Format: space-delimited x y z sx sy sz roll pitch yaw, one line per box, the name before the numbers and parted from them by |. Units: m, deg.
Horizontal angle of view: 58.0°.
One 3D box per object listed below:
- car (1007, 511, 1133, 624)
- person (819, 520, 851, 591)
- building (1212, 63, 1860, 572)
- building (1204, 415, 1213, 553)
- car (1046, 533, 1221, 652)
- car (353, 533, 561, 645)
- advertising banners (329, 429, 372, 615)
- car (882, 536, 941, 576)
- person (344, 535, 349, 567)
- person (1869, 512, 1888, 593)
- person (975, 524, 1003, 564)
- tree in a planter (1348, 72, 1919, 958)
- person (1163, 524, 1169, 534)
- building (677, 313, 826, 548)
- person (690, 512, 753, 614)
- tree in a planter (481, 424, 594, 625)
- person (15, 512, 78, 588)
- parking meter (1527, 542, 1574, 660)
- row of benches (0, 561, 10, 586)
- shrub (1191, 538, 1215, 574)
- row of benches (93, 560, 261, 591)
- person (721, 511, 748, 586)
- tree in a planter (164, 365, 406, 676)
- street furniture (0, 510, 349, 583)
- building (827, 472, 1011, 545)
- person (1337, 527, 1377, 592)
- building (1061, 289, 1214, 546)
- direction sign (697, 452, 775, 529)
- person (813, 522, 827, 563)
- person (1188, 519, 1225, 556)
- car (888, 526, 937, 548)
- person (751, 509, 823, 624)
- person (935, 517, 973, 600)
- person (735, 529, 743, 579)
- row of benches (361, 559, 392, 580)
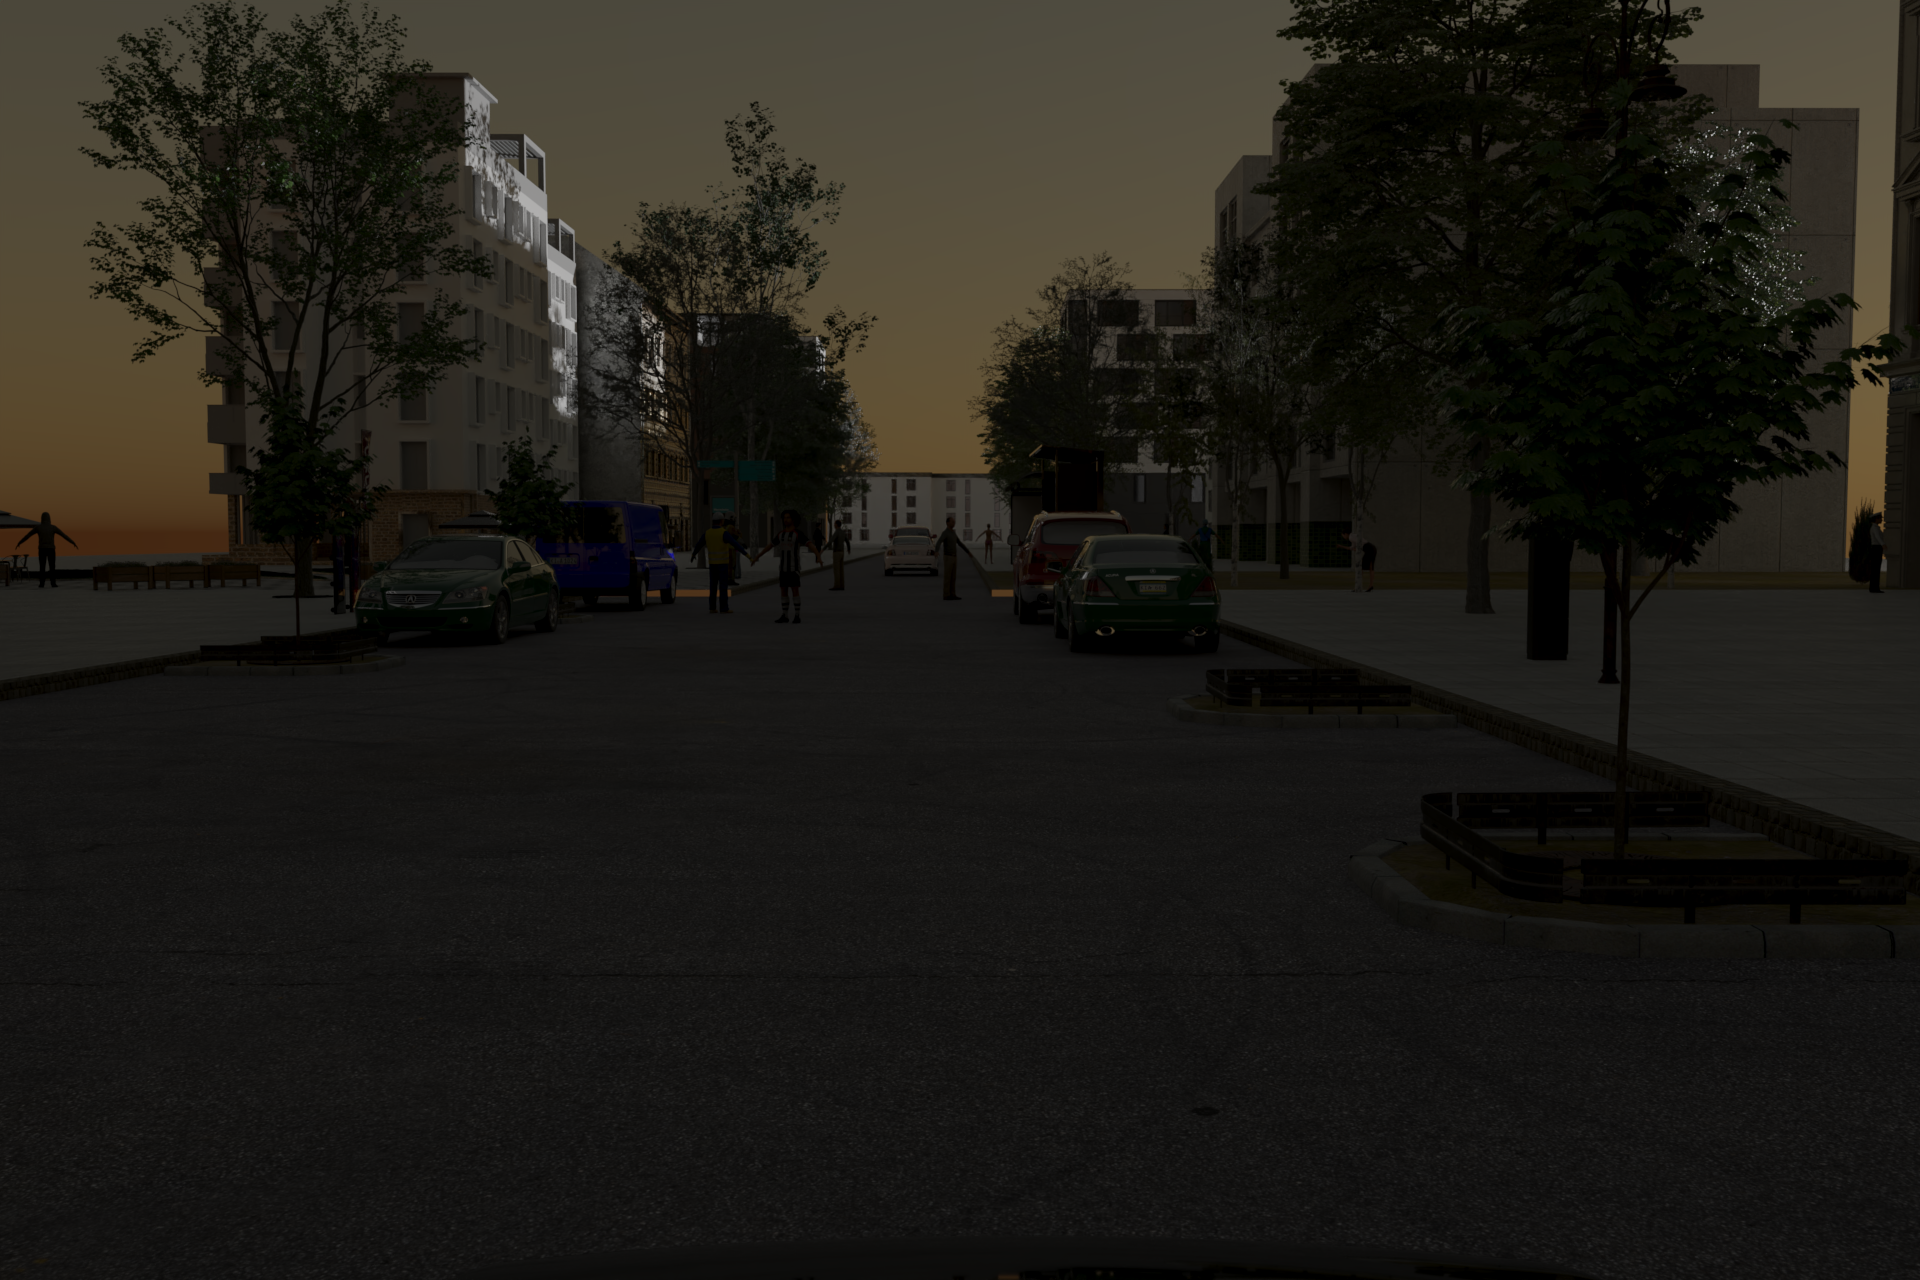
car | 1.948 -1.252 29.137 2.281 1.827 5.304 0 4 0
person | -3.112 -2.156 43.977 0.705 1.796 1.348 2 4 29
building | 21.603 -12.691 73.955 16.747 18.905 31.486 0 4 0
building | 21.509 -10.096 107.218 9.099 9.664 28.070 0 4 0
car | 2.221 -0.651 22.445 2.131 1.459 4.920 0 4 -1
car | -6.844 -0.744 23.970 2.131 1.459 4.920 0 4 0
advertising banners | -9.952 -1.970 28.404 0.090 3.025 2.074 0 4 -1
car | -1.688 -2.934 60.330 2.083 1.381 4.827 0 4 -1
person | -24.041 -3.801 68.081 0.705 1.837 1.347 0 4 1
person | 20.090 -1.917 37.800 0.721 1.778 1.216 1 4 21
person | 1.256 -4.155 74.740 1.217 1.733 0.721 1 4 11
tree in a planter | 2.610 -0.583 6.749 1.991 3.239 1.994 0 4 1
person | 9.321 -4.429 79.132 0.721 1.740 1.216 1 4 9
building | -28.623 -20.333 176.415 27.936 21.610 32.646 0 4 -1
person | -4.349 -1.400 31.323 1.349 1.833 0.705 2 4 26
tree in a planter | -7.069 -1.894 28.193 1.991 3.239 1.994 0 4 1
person | -21.925 -2.169 41.585 1.348 1.813 0.705 -2 4 -25
parking meter | 6.016 -0.730 17.646 0.399 1.863 0.255 0 4 0
row of benches | -25.336 -1.625 42.027 4.104 0.672 1.422 0 4 -3
shrub | 5.972 -1.998 43.781 1.383 1.207 1.383 0 3 0
row of benches | -18.493 -1.554 40.866 1.422 0.672 4.104 2 4 32
person | -5.692 -2.282 43.078 0.705 1.858 1.354 -2 4 -34
tree in a planter | -7.070 -1.295 18.403 1.991 3.239 1.994 0 4 0
street furniture | -30.862 -2.814 51.039 27.439 1.986 14.083 0 4 -8
building | -3.935 -17.794 235.529 28.070 9.664 9.099 0 4 -2
person | 8.811 -1.783 38.379 0.799 1.438 0.628 0 4 -5
building | 23.087 -19.388 160.965 27.936 21.610 32.646 0 4 0
direction sign | -7.238 -4.156 56.719 2.525 3.948 1.411 0 4 0
person | -6.291 -4.350 77.316 0.705 1.806 1.347 -2 4 -27
person | 8.785 -3.418 62.012 1.347 1.817 0.704 1 4 15
car | -2.215 -4.463 81.643 2.281 1.827 5.304 0 4 -1
person | -2.750 -1.178 27.865 1.345 1.843 0.704 2 4 26
person | -0.189 -1.766 37.611 0.705 1.796 1.348 2 4 35
person | -6.416 -2.456 49.426 0.599 1.433 0.991 2 4 24
row of benches | -13.220 -1.701 43.269 1.422 0.672 4.104 3 4 36
